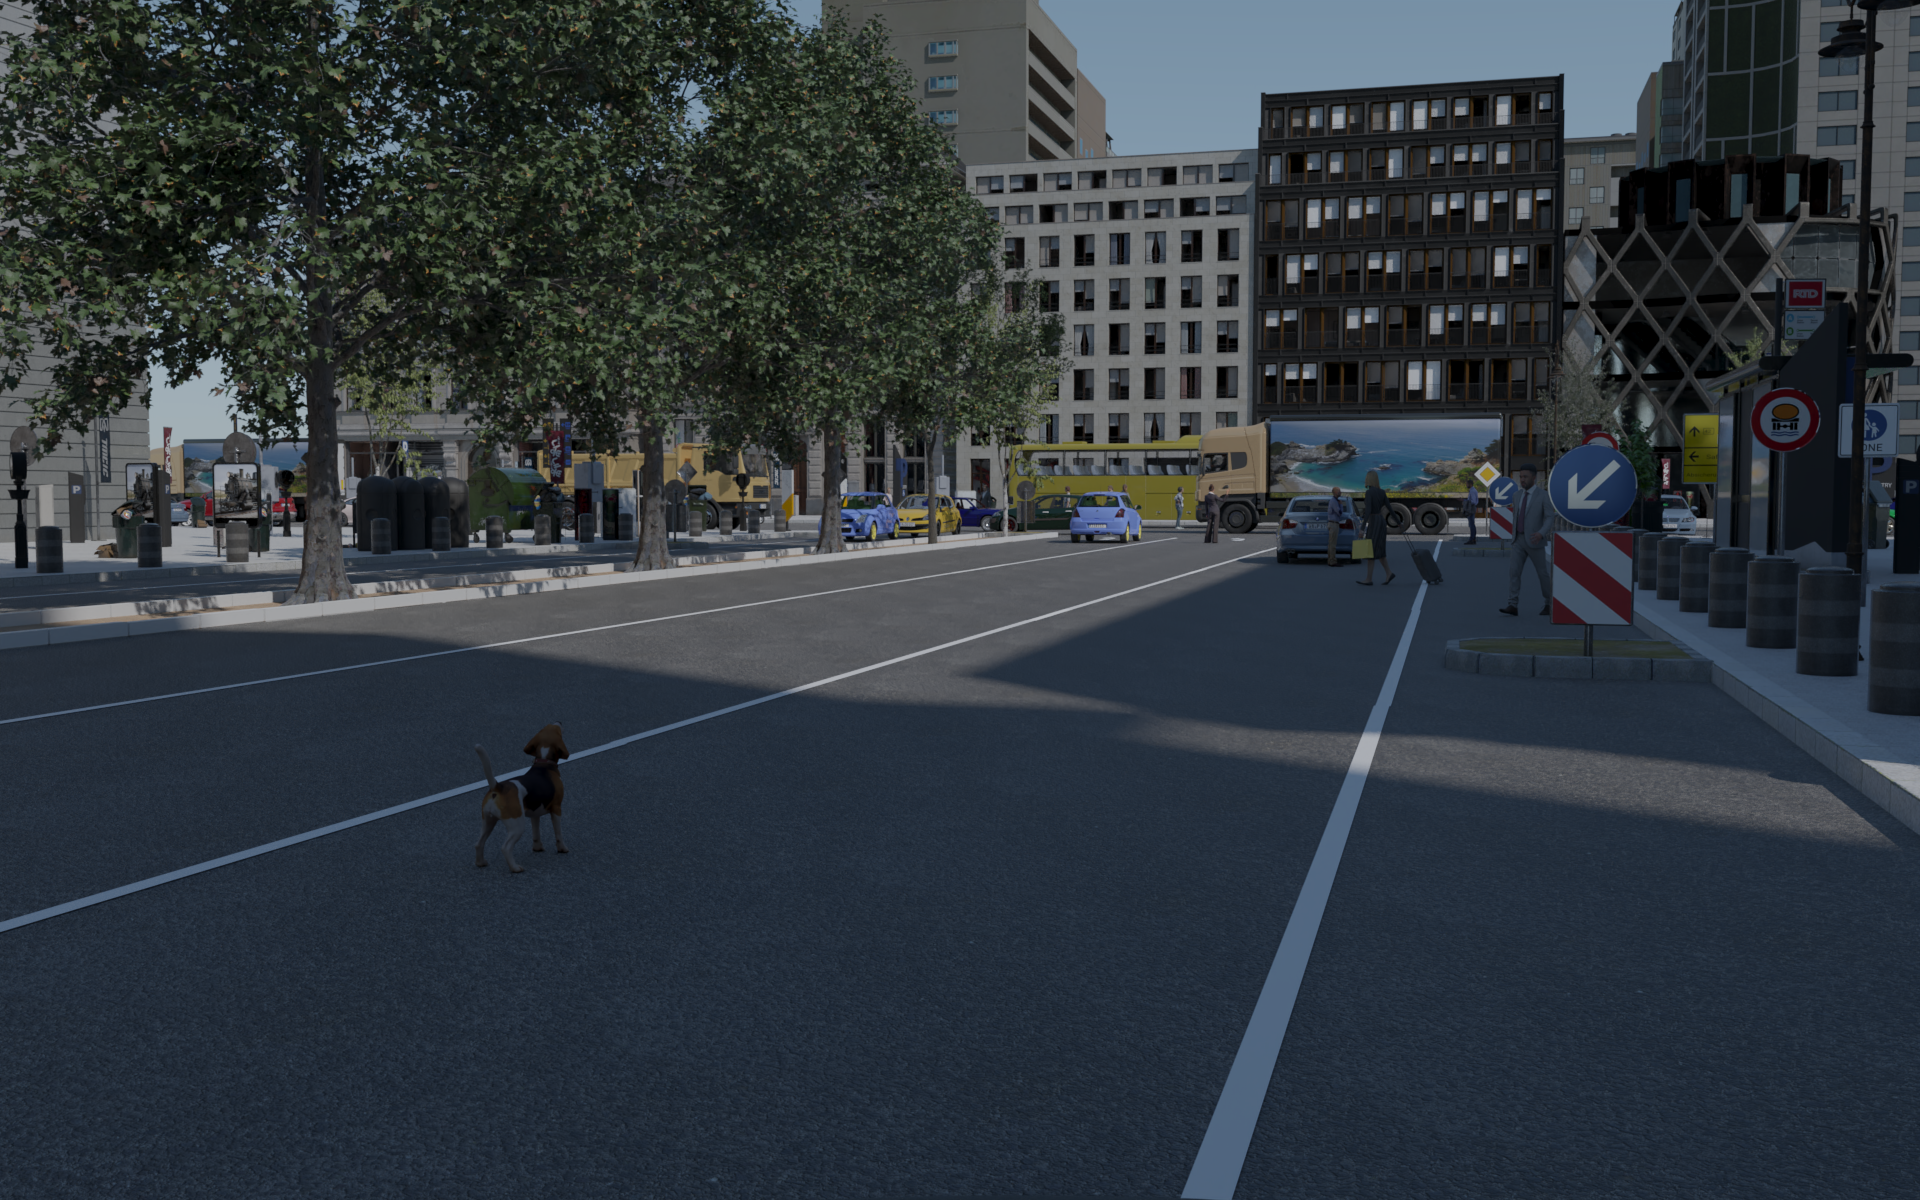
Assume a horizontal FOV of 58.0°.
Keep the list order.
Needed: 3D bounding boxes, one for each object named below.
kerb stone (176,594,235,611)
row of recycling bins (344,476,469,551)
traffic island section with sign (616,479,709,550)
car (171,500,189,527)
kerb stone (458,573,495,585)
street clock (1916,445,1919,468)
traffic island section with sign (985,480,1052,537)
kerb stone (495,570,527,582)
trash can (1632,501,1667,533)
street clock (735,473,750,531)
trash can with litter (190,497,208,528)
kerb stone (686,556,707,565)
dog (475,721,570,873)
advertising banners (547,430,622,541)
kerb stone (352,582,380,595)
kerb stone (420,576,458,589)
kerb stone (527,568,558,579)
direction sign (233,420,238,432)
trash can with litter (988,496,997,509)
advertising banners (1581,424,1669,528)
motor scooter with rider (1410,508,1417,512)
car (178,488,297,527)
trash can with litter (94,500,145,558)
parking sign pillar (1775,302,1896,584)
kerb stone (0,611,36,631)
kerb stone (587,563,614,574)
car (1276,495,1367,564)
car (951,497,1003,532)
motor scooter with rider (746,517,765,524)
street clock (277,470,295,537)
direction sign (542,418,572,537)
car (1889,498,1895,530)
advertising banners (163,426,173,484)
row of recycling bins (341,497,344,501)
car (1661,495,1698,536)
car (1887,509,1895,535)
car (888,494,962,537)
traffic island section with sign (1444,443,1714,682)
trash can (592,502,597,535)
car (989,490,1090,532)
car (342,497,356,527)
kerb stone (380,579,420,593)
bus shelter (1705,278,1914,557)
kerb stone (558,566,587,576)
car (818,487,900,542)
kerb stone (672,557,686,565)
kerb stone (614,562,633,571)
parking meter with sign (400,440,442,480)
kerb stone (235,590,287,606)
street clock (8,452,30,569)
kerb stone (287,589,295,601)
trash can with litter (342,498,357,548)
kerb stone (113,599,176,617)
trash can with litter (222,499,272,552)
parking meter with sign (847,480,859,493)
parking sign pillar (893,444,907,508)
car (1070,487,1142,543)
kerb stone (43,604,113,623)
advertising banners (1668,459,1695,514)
[{"bbox_3d":[-9.431,0.042,21.506,0.120,0.150,1.000,1,4,16],"label":"kerb stone"},{"bbox_3d":[-12.646,-2.031,40.314,1.069,1.692,3.534,1,4,20],"label":"row of recycling bins"},{"bbox_3d":[-7.747,-2.269,45.727,1.989,1.847,2.006,1,4,16],"label":"traffic island section with sign"},{"bbox_3d":[-34.229,-3.650,71.687,4.499,1.417,2.014,1,4,14],"label":"car"},{"bbox_3d":[-7.730,-0.320,27.424,0.120,0.150,1.000,1,4,16],"label":"kerb stone"},{"bbox_3d":[12.382,-1.064,21.960,0.471,2.002,0.358,-1,4,-11],"label":"street clock"},{"bbox_3d":[2.042,-3.027,57.625,2.006,1.907,1.989,1,4,16],"label":"traffic island section with sign"},{"bbox_3d":[-7.453,-0.380,28.411,0.120,0.150,1.000,1,4,16],"label":"kerb stone"},{"bbox_3d":[14.398,-1.507,36.290,0.748,1.137,0.748,0,3,0],"label":"trash can"},{"bbox_3d":[-7.483,-3.374,59.740,0.471,2.002,0.358,1,4,21],"label":"street clock"},{"bbox_3d":[-28.733,-3.315,65.581,0.624,1.170,1.055,-3,5,-39],"label":"trash can with litter"},{"bbox_3d":[-5.468,-0.804,35.333,0.120,0.150,1.000,1,4,16],"label":"kerb stone"},{"bbox_3d":[-1.712,0.766,6.769,0.406,0.507,0.540,-1,4,-22],"label":"dog"},{"bbox_3d":[-10.358,-3.151,47.710,2.074,3.025,0.090,-1,4,-19],"label":"advertising banners"},{"bbox_3d":[-8.585,-0.139,24.463,0.120,0.150,1.000,1,4,16],"label":"kerb stone"},{"bbox_3d":[-8.028,-0.253,26.439,0.120,0.150,1.000,1,4,16],"label":"kerb stone"},{"bbox_3d":[-7.173,-0.440,29.398,0.120,0.150,1.000,1,4,16],"label":"kerb stone"},{"bbox_3d":[-20.412,-3.479,48.877,0.379,3.537,0.876,-1,4,-18],"label":"direction sign"},{"bbox_3d":[1.852,-5.289,97.859,0.624,1.170,1.055,2,4,27],"label":"trash can with litter"},{"bbox_3d":[16.314,-2.846,42.718,2.074,3.025,0.090,3,5,42],"label":"advertising banners"},{"bbox_3d":[19.219,-4.058,75.320,1.986,1.779,0.876,1,4,16],"label":"motor scooter with rider"},{"bbox_3d":[-31.288,-4.037,74.678,5.304,1.827,2.281,1,4,14],"label":"car"},{"bbox_3d":[-16.838,-1.420,34.600,1.055,1.170,0.624,1,4,17],"label":"trash can with litter"},{"bbox_3d":[12.440,-2.240,25.099,1.447,3.967,1.447,-1,4,-9],"label":"parking sign pillar"},{"bbox_3d":[-10.287,0.226,18.541,0.120,0.150,1.000,1,4,16],"label":"kerb stone"},{"bbox_3d":[-6.603,-0.557,31.382,0.120,0.150,1.000,1,4,16],"label":"kerb stone"},{"bbox_3d":[7.757,-1.528,36.993,2.014,1.417,4.499,1,4,15],"label":"car"},{"bbox_3d":[0.192,-3.317,66.819,3.894,1.354,1.945,1,4,18],"label":"car"},{"bbox_3d":[-10.354,-4.556,83.454,1.986,1.779,0.876,1,4,17],"label":"motor scooter with rider"},{"bbox_3d":[-20.173,-2.893,51.864,0.471,2.002,0.358,-3,5,-39],"label":"street clock"},{"bbox_3d":[-12.043,-3.660,51.830,0.876,3.537,0.379,0,4,4],"label":"direction sign"},{"bbox_3d":[37.656,-3.333,67.070,3.894,1.354,1.945,1,4,18],"label":"car"},{"bbox_3d":[-20.571,-2.944,44.323,0.090,3.025,2.074,0,4,-1],"label":"advertising banners"},{"bbox_3d":[-38.303,-5.937,104.176,3.534,1.692,1.069,1,4,15],"label":"row of recycling bins"},{"bbox_3d":[22.563,-2.672,55.685,2.014,1.417,4.499,1,4,17],"label":"car"},{"bbox_3d":[31.014,-3.208,61.246,4.718,1.807,1.959,1,4,16],"label":"car"},{"bbox_3d":[-1.193,-2.882,57.343,2.015,1.641,3.980,1,4,15],"label":"car"},{"bbox_3d":[5.072,-0.352,14.381,1.989,1.847,2.006,1,4,16],"label":"traffic island section with sign"},{"bbox_3d":[-11.615,-2.587,53.951,0.748,1.137,0.748,0,3,0],"label":"trash can"},{"bbox_3d":[3.136,-3.178,61.751,4.222,1.686,2.009,1,4,17],"label":"car"},{"bbox_3d":[-25.633,-3.917,76.399,4.827,1.381,2.083,1,4,16],"label":"car"},{"bbox_3d":[-8.310,-0.199,25.453,0.120,0.150,1.000,1,4,16],"label":"kerb stone"},{"bbox_3d":[14.331,-3.210,30.118,2.179,5.291,8.768,1,4,16],"label":"bus shelter"},{"bbox_3d":[-6.889,-0.501,30.383,0.120,0.150,1.000,1,4,16],"label":"kerb stone"},{"bbox_3d":[-3.101,-2.670,53.238,1.945,1.707,3.694,1,4,15],"label":"car"},{"bbox_3d":[-5.754,-0.743,34.348,0.120,0.150,1.000,1,4,16],"label":"kerb stone"},{"bbox_3d":[-6.322,-0.621,32.367,0.120,0.150,1.000,1,4,16],"label":"kerb stone"},{"bbox_3d":[-17.307,-3.686,56.522,1.738,3.016,0.543,0,4,2],"label":"parking meter with sign"},{"bbox_3d":[-9.154,-0.018,22.493,0.120,0.150,1.000,1,4,16],"label":"kerb stone"},{"bbox_3d":[-16.231,-1.549,29.897,0.358,2.002,0.471,-2,4,-34],"label":"street clock"},{"bbox_3d":[-8.869,-0.078,23.478,0.120,0.150,1.000,1,4,16],"label":"kerb stone"},{"bbox_3d":[-14.063,-1.871,41.655,1.678,1.210,2.233,1,4,20],"label":"trash can with litter"},{"bbox_3d":[-9.729,0.103,20.517,0.120,0.150,1.000,1,4,16],"label":"kerb stone"},{"bbox_3d":[-15.784,-1.647,38.312,1.055,1.170,0.624,0,4,-3],"label":"trash can with litter"},{"bbox_3d":[-6.004,-6.159,96.965,1.738,3.016,0.543,-2,4,-26],"label":"parking meter with sign"},{"bbox_3d":[-3.272,-6.500,94.743,1.447,3.967,1.447,1,4,17],"label":"parking sign pillar"},{"bbox_3d":[4.397,-2.574,51.679,1.945,1.707,3.694,1,4,14],"label":"car"},{"bbox_3d":[-10.006,0.163,19.530,0.120,0.150,1.000,1,4,16],"label":"kerb stone"},{"bbox_3d":[35.535,-5.476,85.725,2.074,3.025,0.090,-1,4,-18],"label":"advertising banners"}]
